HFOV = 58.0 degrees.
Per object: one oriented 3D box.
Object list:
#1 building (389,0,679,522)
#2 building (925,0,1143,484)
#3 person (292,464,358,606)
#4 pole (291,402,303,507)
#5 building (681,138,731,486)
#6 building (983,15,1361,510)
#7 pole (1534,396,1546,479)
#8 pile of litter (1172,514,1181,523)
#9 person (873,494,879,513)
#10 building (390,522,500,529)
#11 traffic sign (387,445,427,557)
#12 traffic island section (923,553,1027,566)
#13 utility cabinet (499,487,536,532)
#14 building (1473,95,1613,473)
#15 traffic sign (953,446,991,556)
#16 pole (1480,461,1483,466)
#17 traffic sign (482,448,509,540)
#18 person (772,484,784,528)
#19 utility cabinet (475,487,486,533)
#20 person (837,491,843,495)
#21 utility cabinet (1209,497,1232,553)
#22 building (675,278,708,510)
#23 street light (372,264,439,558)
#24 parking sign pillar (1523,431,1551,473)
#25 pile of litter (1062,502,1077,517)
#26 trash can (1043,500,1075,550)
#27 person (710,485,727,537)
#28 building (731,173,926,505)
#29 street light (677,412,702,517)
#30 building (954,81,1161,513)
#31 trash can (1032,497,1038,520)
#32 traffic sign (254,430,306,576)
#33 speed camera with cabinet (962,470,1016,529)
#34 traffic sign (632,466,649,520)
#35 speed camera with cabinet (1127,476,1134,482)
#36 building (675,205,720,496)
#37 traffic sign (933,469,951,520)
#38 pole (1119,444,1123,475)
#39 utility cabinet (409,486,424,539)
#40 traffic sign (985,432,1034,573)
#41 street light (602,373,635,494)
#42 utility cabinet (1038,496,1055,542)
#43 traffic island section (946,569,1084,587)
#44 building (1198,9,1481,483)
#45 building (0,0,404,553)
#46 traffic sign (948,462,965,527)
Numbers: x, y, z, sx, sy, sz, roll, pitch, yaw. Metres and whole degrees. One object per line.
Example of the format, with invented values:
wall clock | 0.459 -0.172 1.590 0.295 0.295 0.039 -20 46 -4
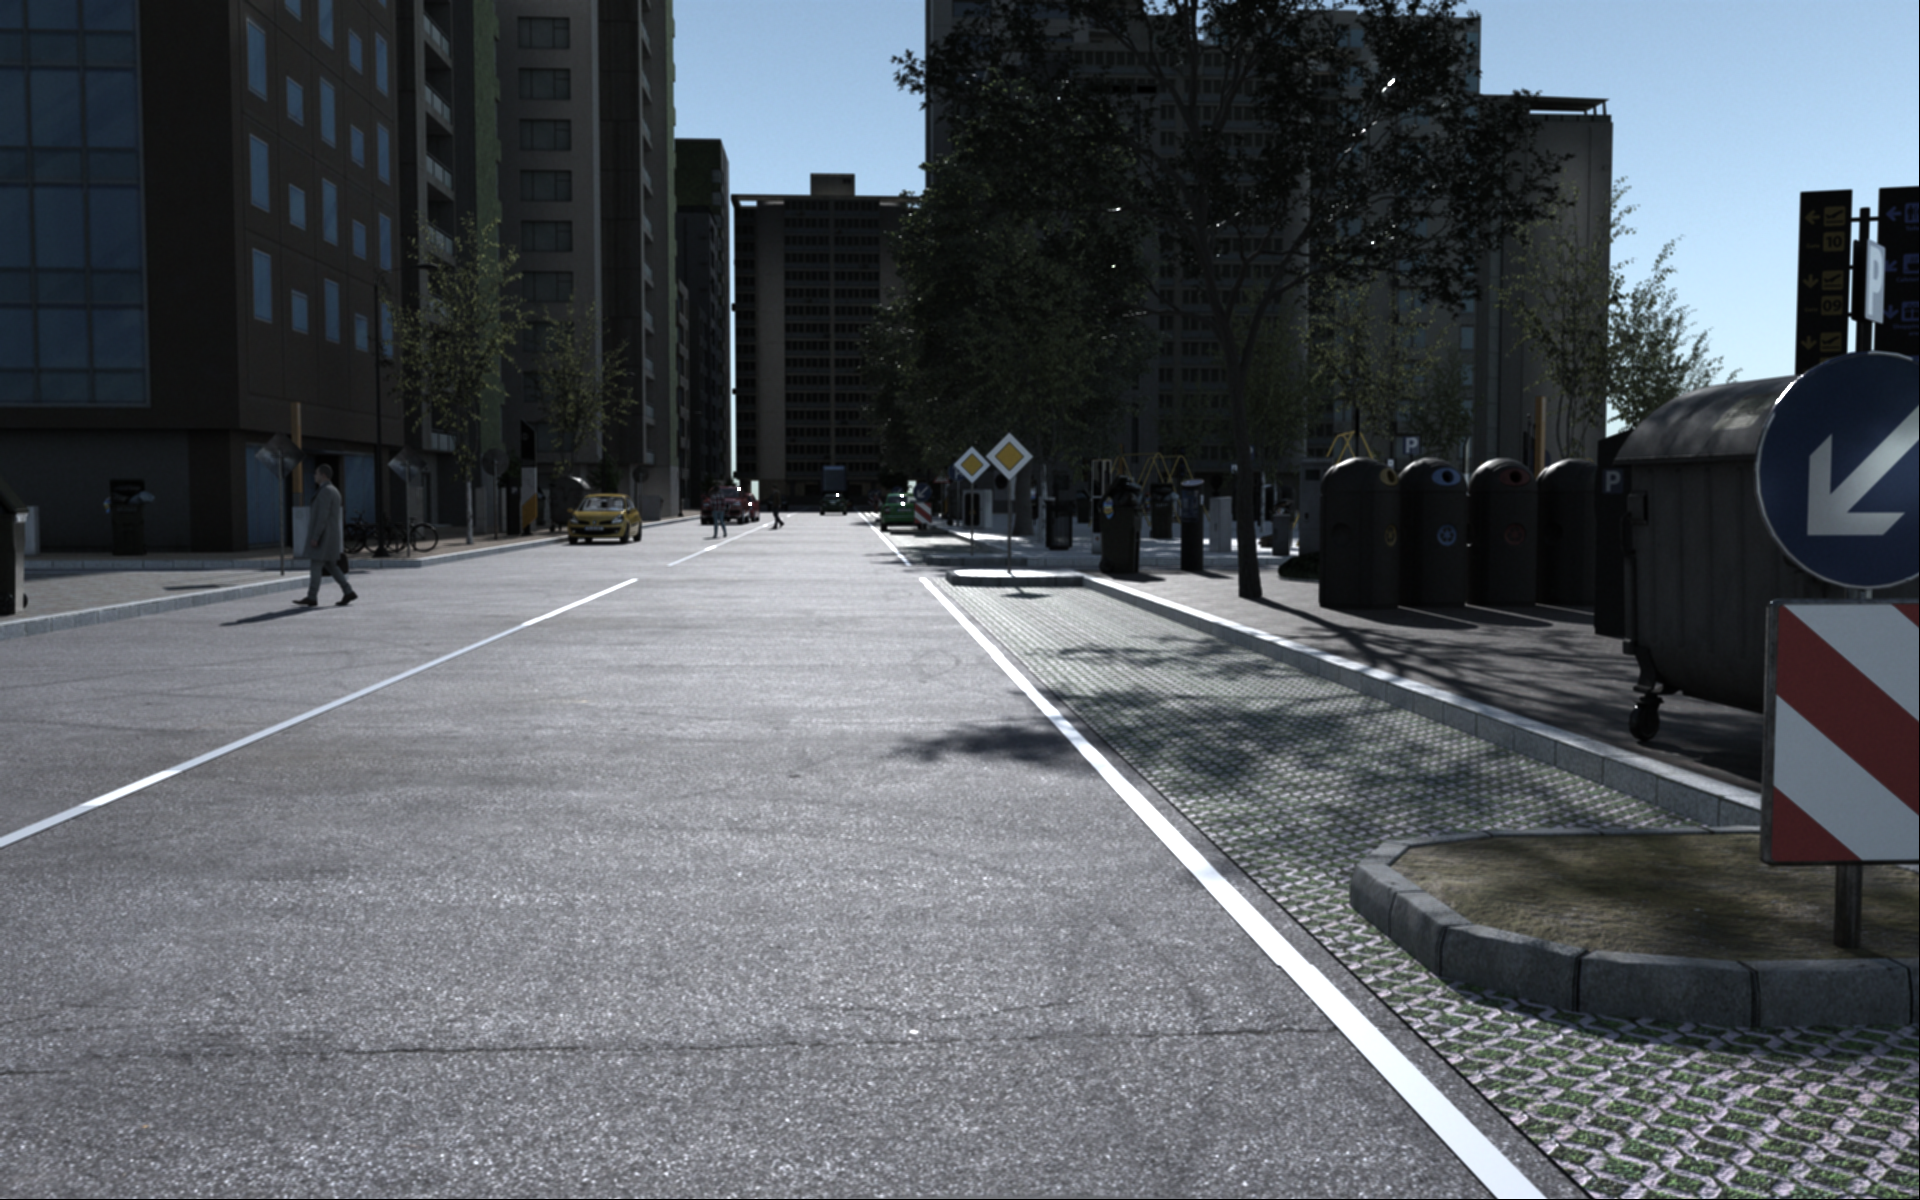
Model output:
building | -23.083 -25.078 93.614 14.154 41.232 14.086 0 4 -4
building | 7.098 -38.398 169.813 21.231 58.520 28.212 0 4 -4
person | -8.176 -0.835 22.252 0.767 1.812 0.694 0 4 -6
pole | -14.758 -2.735 38.566 0.158 3.312 0.155 0 3 0
building | -34.152 -31.710 202.058 14.086 41.232 14.154 0 4 -4
building | 14.237 -27.698 144.746 32.217 40.220 23.993 0 4 -4
pole | 12.118 -2.592 36.223 0.158 3.312 0.155 0 3 0
pile of litter | 9.541 -3.929 78.211 1.719 0.858 1.176 0 4 1
person | -6.279 -7.222 129.808 0.421 1.427 0.697 1 4 12
building | -25.763 -23.325 64.960 14.154 41.232 14.086 0 4 -4
traffic sign | -11.221 -1.930 35.200 0.795 2.450 0.064 0 4 -4
traffic island section | 0.270 -0.842 36.043 2.009 0.180 2.903 0 4 -4
utility cabinet | -14.950 -3.049 58.537 1.173 1.500 0.318 -2 4 -30
building | 58.184 -30.433 181.173 14.086 41.232 14.154 0 4 -4
traffic sign | 0.247 -1.977 35.964 0.795 2.450 0.064 0 4 -4
pole | 32.374 -6.962 107.671 0.158 3.312 0.155 0 3 0
traffic sign | -12.920 -2.939 48.158 0.768 2.556 0.104 0 4 1
person | -7.705 -3.936 72.768 0.656 1.842 0.836 2 4 34
utility cabinet | -15.665 -2.929 56.571 0.318 1.500 1.173 -1 4 -13
person | -9.884 -8.209 143.527 0.445 1.727 0.742 1 4 17
utility cabinet | 5.770 -1.668 38.430 0.306 1.237 1.020 0 4 -4
building | -37.230 -18.786 152.192 27.650 21.520 28.899 0 4 -4
street light | -11.207 -3.821 35.019 1.470 5.913 1.316 0 4 -4
parking sign pillar | 24.876 -5.268 74.601 1.447 3.967 1.447 -2 4 -24
pile of litter | 6.233 -5.243 99.681 1.176 0.858 1.719 1 4 18
trash can | 2.268 -1.713 39.655 0.748 1.137 0.748 0 3 0
person | -8.076 -2.964 57.798 0.563 1.720 0.643 -2 4 -27
building | -15.608 -31.856 212.723 23.993 40.220 32.217 0 4 -4
street light | -15.359 -7.701 98.455 1.470 5.913 1.316 0 4 -4
building | 6.424 -21.621 125.207 14.160 30.474 14.107 0 4 -4
trash can | 3.645 -4.634 87.422 0.748 1.137 0.748 0 3 0
traffic sign | -10.674 -1.443 27.233 0.795 2.450 0.064 0 4 -4
speed camera with cabinet | 1.071 -4.208 63.141 2.038 3.252 0.660 2 4 34
traffic sign | -14.612 -4.843 79.282 0.768 2.556 0.104 0 4 -1
speed camera with cabinet | 7.970 -5.788 88.965 2.038 3.252 0.660 -2 4 -33
building | -31.554 -24.655 174.811 14.107 30.474 14.160 0 4 -4
traffic sign | -0.899 -5.188 84.829 0.884 2.594 0.081 0 4 1
pole | 6.486 -4.654 69.933 0.158 3.312 0.155 0 3 0
utility cabinet | -15.391 -2.465 48.975 0.318 1.500 1.173 -1 4 -9
traffic sign | 0.795 -1.490 27.998 0.795 2.450 0.064 0 4 -4
street light | -13.185 -5.759 66.704 1.470 5.913 1.316 0 4 -4
utility cabinet | 2.330 -2.151 46.323 0.306 1.237 1.020 1 4 13
traffic island section | 0.818 -0.354 28.077 2.009 0.180 2.903 0 4 -4
building | 36.075 -33.953 174.746 30.456 49.044 23.786 0 4 -4
building | -22.962 -24.022 42.873 14.600 45.320 14.200 0 4 -4
traffic sign | -0.082 -4.146 67.895 0.768 2.556 0.104 0 4 5
